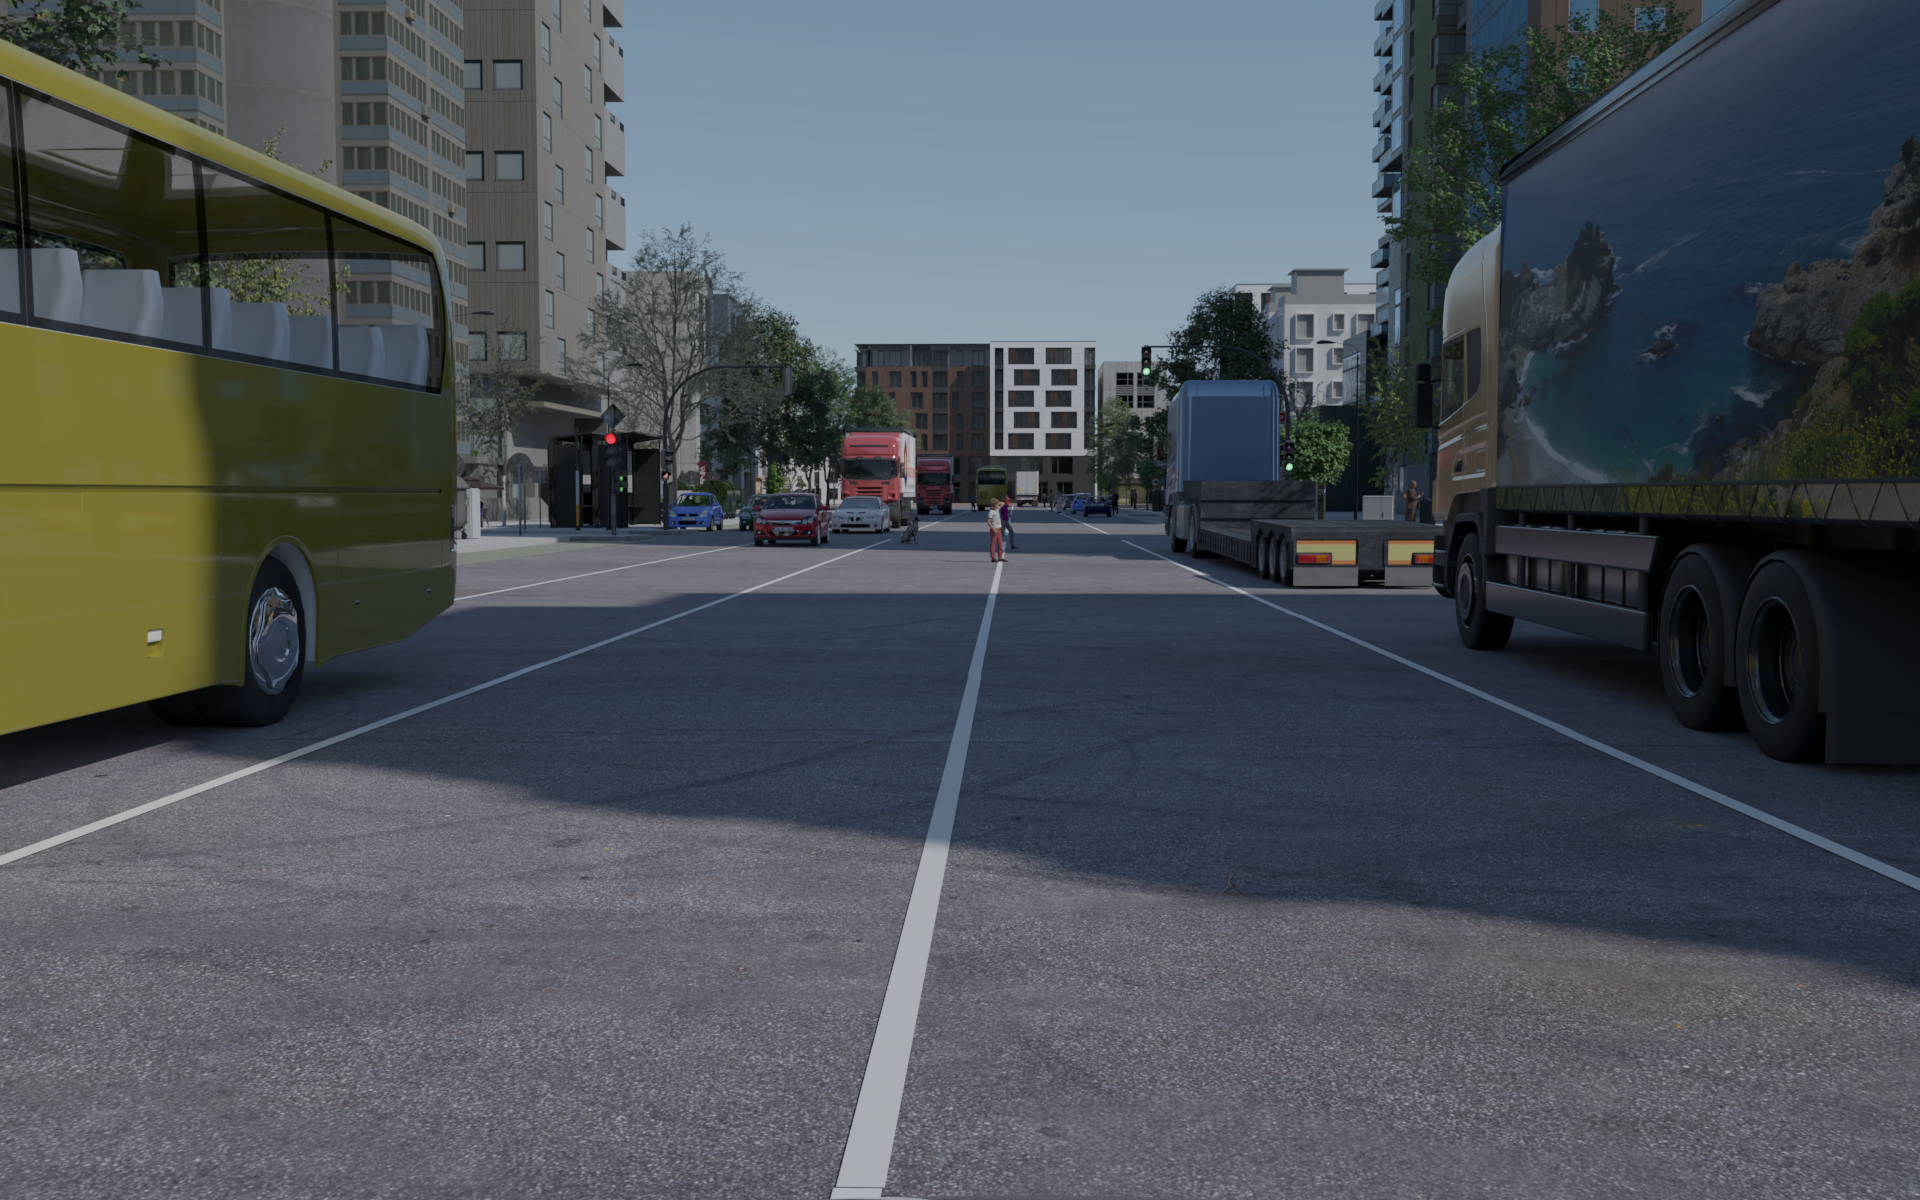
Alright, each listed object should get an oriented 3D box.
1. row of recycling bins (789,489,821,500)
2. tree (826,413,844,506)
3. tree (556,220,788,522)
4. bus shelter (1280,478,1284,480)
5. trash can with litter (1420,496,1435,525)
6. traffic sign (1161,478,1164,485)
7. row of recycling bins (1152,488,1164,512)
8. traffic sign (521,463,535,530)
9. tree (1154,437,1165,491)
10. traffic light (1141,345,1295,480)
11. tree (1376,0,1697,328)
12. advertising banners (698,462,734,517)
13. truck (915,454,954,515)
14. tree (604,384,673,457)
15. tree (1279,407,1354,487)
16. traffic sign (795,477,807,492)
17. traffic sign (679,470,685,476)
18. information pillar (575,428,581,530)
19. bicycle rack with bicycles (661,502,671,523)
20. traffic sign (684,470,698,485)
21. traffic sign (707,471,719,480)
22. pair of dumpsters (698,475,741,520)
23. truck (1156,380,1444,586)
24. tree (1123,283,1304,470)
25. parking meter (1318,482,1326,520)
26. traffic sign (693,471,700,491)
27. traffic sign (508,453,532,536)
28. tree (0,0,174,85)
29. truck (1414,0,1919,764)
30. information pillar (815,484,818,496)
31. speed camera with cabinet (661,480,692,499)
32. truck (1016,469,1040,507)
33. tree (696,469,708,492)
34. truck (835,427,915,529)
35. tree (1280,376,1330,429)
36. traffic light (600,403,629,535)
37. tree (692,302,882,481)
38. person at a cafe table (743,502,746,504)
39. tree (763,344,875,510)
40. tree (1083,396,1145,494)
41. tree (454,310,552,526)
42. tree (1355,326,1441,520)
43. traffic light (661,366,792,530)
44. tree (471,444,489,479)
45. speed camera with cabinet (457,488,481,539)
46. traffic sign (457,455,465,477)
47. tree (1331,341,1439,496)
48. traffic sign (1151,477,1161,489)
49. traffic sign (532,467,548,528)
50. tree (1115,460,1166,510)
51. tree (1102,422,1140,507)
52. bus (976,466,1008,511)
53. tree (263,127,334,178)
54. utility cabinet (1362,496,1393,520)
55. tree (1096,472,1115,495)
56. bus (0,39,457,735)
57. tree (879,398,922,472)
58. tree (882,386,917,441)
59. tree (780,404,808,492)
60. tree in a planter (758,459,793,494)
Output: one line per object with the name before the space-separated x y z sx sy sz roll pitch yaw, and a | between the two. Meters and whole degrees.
row of recycling bins | -11.925 -7.589 131.195 3.534 1.692 1.069 3 4 38
tree | -10.603 -12.139 148.834 4.360 8.622 3.978 0 3 0
tree | -12.942 -10.265 78.205 12.009 13.543 11.850 0 3 0
bus shelter | 13.924 -4.901 74.059 2.014 3.302 5.546 0 4 2
trash can with litter | 13.674 -2.511 52.114 2.233 1.210 1.678 -1 4 -19
traffic sign | 15.833 -8.120 132.873 0.768 2.556 0.104 0 4 8
row of recycling bins | 15.422 -7.294 126.373 1.069 1.692 3.534 -3 5 -42
traffic sign | -15.629 -3.794 62.144 0.768 2.556 0.104 1 4 9
tree | 15.175 -10.424 120.795 4.737 8.622 4.395 0 3 0
traffic light | 7.882 -4.784 52.886 4.771 5.953 1.251 0 4 2
tree | 12.809 -6.765 36.361 9.928 11.665 9.643 0 3 0
advertising banners | -13.282 -6.010 94.451 2.074 3.025 0.090 0 4 7
truck | -1.765 -8.213 123.202 2.839 4.237 11.283 0 4 0
tree | -21.015 -9.939 112.861 4.360 8.622 3.978 0 3 0
tree | 13.305 -5.021 65.800 4.285 4.588 4.351 0 3 0
traffic sign | -11.881 -7.907 129.275 0.884 2.594 0.081 1 4 8
traffic sign | -15.031 -5.735 93.771 0.884 2.594 0.081 1 4 11
information pillar | -13.529 -4.275 61.252 0.183 3.616 0.504 -1 4 -9
bicycle rack with bicycles | -13.230 -3.764 74.931 2.925 0.926 2.852 -2 4 -32
traffic sign | -14.501 -5.700 93.293 0.768 2.556 0.104 1 4 11
traffic sign | -13.701 -5.863 95.969 0.768 2.556 0.104 1 4 9
pair of dumpsters | -12.241 -5.229 87.992 1.574 2.255 4.437 0 4 2
truck | 6.300 -2.781 35.231 2.967 4.110 18.799 0 4 1
tree | 14.187 -10.833 94.131 9.611 12.733 9.660 0 3 0
parking meter | 15.633 -4.228 74.834 0.255 1.863 0.399 2 4 27
traffic sign | -14.897 -5.945 97.308 0.768 2.556 0.104 1 4 12
traffic sign | -13.540 -3.252 53.269 0.768 2.556 0.104 1 4 8
tree | -14.639 -6.357 20.951 9.611 12.733 9.660 0 3 0
truck | 5.678 -1.441 12.469 2.839 4.237 11.283 0 4 3
information pillar | -10.665 -7.644 129.464 0.304 2.012 0.304 0 4 -5
speed camera with cabinet | -14.220 -5.553 85.122 2.038 3.252 0.660 0 4 -2
truck | 7.875 -13.002 201.496 2.839 4.237 11.283 0 4 3
tree | -17.172 -7.330 114.451 1.663 3.219 1.824 0 3 0
truck | -3.508 -5.275 75.166 2.839 4.237 11.283 0 4 2
tree | 21.188 -9.592 107.199 4.360 8.622 3.978 0 3 0
traffic light | -10.716 -3.956 53.607 0.839 4.253 0.868 0 4 2
tree | -11.327 -11.435 103.967 9.611 12.733 9.660 0 3 0
person at a cafe table | -14.780 -6.969 124.810 1.726 1.238 1.698 -1 4 -19
tree | -10.601 -11.930 120.810 9.928 11.665 9.643 0 3 0
tree | 18.135 -17.241 200.019 7.486 12.596 7.792 0 3 0
tree | -18.368 -7.234 68.630 4.360 8.622 3.978 0 3 0
tree | 19.331 -7.713 76.475 4.737 8.622 4.395 0 3 0
traffic light | -8.365 -5.314 61.556 4.771 5.953 1.251 0 4 2
tree | -29.628 -7.273 102.630 4.285 4.588 4.351 0 3 0
speed camera with cabinet | -14.760 -3.365 49.361 2.038 3.252 0.660 1 4 8
traffic sign | -16.039 -3.350 54.878 0.768 2.556 0.104 0 4 8
tree | 20.989 -8.195 84.354 4.360 8.622 3.978 0 3 0
traffic sign | 14.610 -7.909 129.411 0.768 2.556 0.104 0 4 3
traffic sign | -15.710 -3.832 64.784 0.606 2.300 0.079 0 4 3
tree | 15.954 -9.723 142.684 4.285 4.588 4.351 0 3 0
tree | 16.801 -13.846 176.739 4.360 8.622 3.978 0 3 0
bus | 2.739 -9.670 149.657 2.896 3.916 12.252 0 4 1
tree | -14.476 -5.191 35.235 4.737 8.622 4.395 0 3 0
utility cabinet | 14.631 -3.027 60.647 1.020 1.237 0.306 1 4 21
tree | 18.184 -13.953 211.847 4.285 4.588 4.351 0 3 0
bus | -5.539 -0.999 7.887 2.896 3.916 12.252 0 4 2
tree | -8.357 -17.565 205.321 7.486 12.596 7.792 0 3 0
tree | -9.150 -15.842 176.018 9.611 12.733 9.660 0 3 0
tree | -11.231 -9.994 113.756 4.737 8.622 4.395 0 3 0
tree in a planter | -9.354 -5.497 87.103 1.991 3.239 1.994 0 4 2
